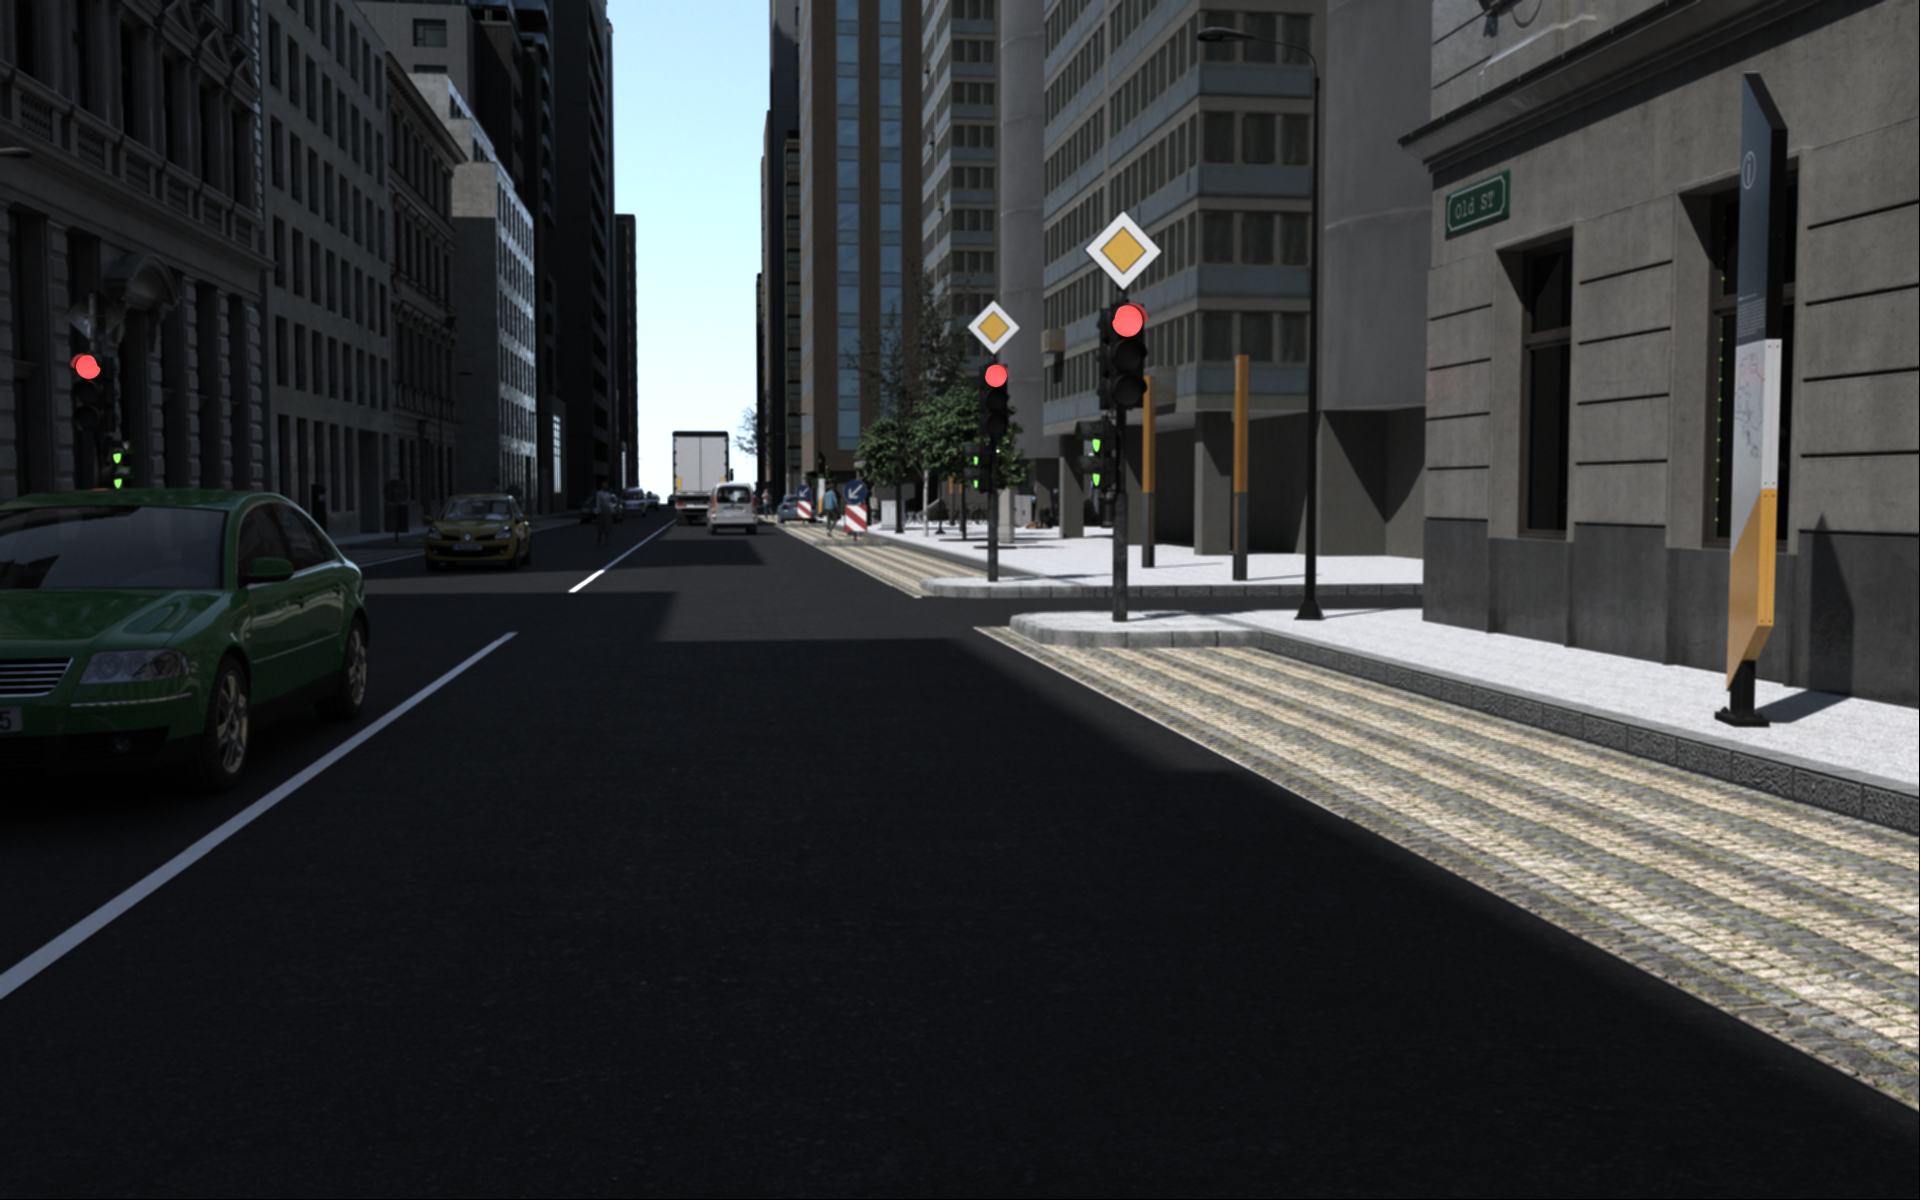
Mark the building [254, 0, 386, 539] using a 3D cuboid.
[{"bbox_3d":[-23.401,-11.943,50.012,10.420,20.320,16.860,0,4,-8],"label":"building"}]

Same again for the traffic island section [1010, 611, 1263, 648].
[{"bbox_3d":[1.631,0.297,17.430,2.009,0.180,2.903,0,4,-8],"label":"traffic island section"}]

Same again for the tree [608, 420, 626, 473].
[{"bbox_3d":[-35.420,-13.594,172.620,4.360,8.622,3.978,0,3,0],"label":"tree"}]

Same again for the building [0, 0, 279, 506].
[{"bbox_3d":[-20.209,-12.388,31.422,11.050,23.489,19.941,0,4,-8],"label":"building"}]

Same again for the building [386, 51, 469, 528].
[{"bbox_3d":[-25.925,-12.433,67.911,10.561,19.102,19.286,0,4,-8],"label":"building"}]

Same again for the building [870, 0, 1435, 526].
[{"bbox_3d":[10.966,-24.357,90.124,32.217,40.220,23.993,0,4,-8],"label":"building"}]

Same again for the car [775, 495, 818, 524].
[{"bbox_3d":[-7.710,-4.274,81.875,2.014,1.417,4.499,0,4,-8],"label":"car"}]

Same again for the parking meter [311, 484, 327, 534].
[{"bbox_3d":[-16.657,-2.239,45.023,0.372,1.533,0.369,0,3,0],"label":"parking meter"}]

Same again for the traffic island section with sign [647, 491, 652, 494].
[{"bbox_3d":[-41.264,-13.575,230.570,1.989,1.847,2.006,0,4,-8],"label":"traffic island section with sign"}]

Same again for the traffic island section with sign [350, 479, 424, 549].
[{"bbox_3d":[-14.871,-2.262,45.613,1.989,1.847,2.006,0,4,-8],"label":"traffic island section with sign"}]

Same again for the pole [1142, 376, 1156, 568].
[{"bbox_3d":[3.274,-2.213,30.022,0.158,3.312,0.155,0,3,0],"label":"pole"}]

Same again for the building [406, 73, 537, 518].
[{"bbox_3d":[-27.561,-14.209,87.065,10.420,20.320,16.860,0,4,-8],"label":"building"}]

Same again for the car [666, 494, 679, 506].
[{"bbox_3d":[-35.975,-12.753,218.295,2.009,1.686,4.222,-1,4,-9],"label":"car"}]

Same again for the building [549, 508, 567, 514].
[{"bbox_3d":[-39.597,-49.591,123.483,22.319,86.520,31.000,0,4,-8],"label":"building"}]

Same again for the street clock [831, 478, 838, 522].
[{"bbox_3d":[-5.818,-4.614,80.016,0.358,2.002,0.471,-1,4,-10],"label":"street clock"}]

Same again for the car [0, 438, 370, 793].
[{"bbox_3d":[-4.550,-0.049,9.603,1.959,1.807,4.718,0,4,-7],"label":"car"}]

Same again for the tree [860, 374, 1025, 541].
[{"bbox_3d":[0.190,-3.907,47.599,4.285,4.588,4.351,0,3,0],"label":"tree"}]

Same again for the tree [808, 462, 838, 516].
[{"bbox_3d":[-7.943,-6.615,102.763,1.663,3.219,1.824,0,3,0],"label":"tree"}]

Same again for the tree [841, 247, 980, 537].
[{"bbox_3d":[-1.161,-6.212,51.936,4.360,8.622,3.978,0,3,0],"label":"tree"}]

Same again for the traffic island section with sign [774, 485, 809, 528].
[{"bbox_3d":[-6.871,-4.038,74.646,1.989,1.847,2.006,0,4,-8],"label":"traffic island section with sign"}]

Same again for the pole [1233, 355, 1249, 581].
[{"bbox_3d":[4.143,-1.939,25.546,0.158,3.312,0.155,0,3,0],"label":"pole"}]

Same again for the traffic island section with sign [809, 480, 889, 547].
[{"bbox_3d":[-3.063,-2.406,47.960,1.989,1.847,2.006,0,4,-8],"label":"traffic island section with sign"}]

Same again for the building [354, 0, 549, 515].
[{"bbox_3d":[-32.582,-20.291,103.453,14.160,30.474,14.107,0,4,-8],"label":"building"}]

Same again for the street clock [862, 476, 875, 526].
[{"bbox_3d":[-3.680,-3.989,69.794,0.471,2.002,0.358,1,4,12],"label":"street clock"}]

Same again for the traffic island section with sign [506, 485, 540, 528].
[{"bbox_3d":[-18.775,-3.935,72.963,1.989,1.847,2.006,0,4,-8],"label":"traffic island section with sign"}]

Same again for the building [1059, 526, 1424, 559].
[{"bbox_3d":[15.315,-21.422,42.123,23.993,40.220,32.217,0,4,-8],"label":"building"}]

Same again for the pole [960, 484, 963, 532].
[{"bbox_3d":[0.084,-3.962,58.624,0.158,3.312,0.155,0,3,0],"label":"pole"}]

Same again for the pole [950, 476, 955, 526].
[{"bbox_3d":[-0.310,-4.633,69.595,0.158,3.312,0.155,0,3,0],"label":"pole"}]

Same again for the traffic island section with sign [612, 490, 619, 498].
[{"bbox_3d":[-29.680,-8.607,149.347,1.989,1.847,2.006,0,4,-8],"label":"traffic island section with sign"}]

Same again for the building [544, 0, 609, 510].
[{"bbox_3d":[-42.380,-32.258,151.126,21.300,48.544,21.600,0,4,-8],"label":"building"}]

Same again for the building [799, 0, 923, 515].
[{"bbox_3d":[-3.095,-28.279,112.476,14.600,45.320,14.200,0,4,-8],"label":"building"}]

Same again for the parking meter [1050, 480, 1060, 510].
[{"bbox_3d":[3.962,-4.063,72.147,0.399,1.863,0.255,0,4,0],"label":"parking meter"}]

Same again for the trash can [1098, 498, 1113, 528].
[{"bbox_3d":[5.552,-3.292,65.481,0.748,1.137,0.748,0,3,0],"label":"trash can"}]

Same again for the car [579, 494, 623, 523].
[{"bbox_3d":[-17.777,-4.536,85.963,2.131,1.459,4.920,0,4,-7],"label":"car"}]

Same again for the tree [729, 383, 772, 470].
[{"bbox_3d":[-19.342,-16.767,184.507,12.009,13.543,11.850,0,3,0],"label":"tree"}]

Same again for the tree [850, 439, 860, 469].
[{"bbox_3d":[-2.334,-4.822,62.559,4.285,4.588,4.351,0,3,0],"label":"tree"}]

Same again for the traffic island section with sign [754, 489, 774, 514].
[{"bbox_3d":[-13.959,-7.073,124.270,1.989,1.847,2.006,0,4,-8],"label":"traffic island section with sign"}]

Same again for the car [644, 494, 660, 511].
[{"bbox_3d":[-26.932,-8.422,149.502,2.131,1.459,4.920,0,4,-8],"label":"car"}]

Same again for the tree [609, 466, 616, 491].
[{"bbox_3d":[-34.654,-11.229,167.305,4.285,4.588,4.351,0,3,0],"label":"tree"}]

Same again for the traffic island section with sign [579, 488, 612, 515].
[{"bbox_3d":[-25.803,-6.945,122.179,1.989,1.847,2.006,0,4,-8],"label":"traffic island section with sign"}]

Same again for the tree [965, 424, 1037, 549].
[{"bbox_3d":[0.729,-2.814,40.618,1.663,3.219,1.824,0,3,0],"label":"tree"}]

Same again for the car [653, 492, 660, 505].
[{"bbox_3d":[-41.838,-13.862,236.228,1.945,1.707,3.694,-1,4,-8],"label":"car"}]

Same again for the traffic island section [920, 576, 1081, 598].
[{"bbox_3d":[0.503,-0.187,25.335,2.009,0.180,2.903,0,4,-8],"label":"traffic island section"}]

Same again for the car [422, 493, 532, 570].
[{"bbox_3d":[-9.384,-1.445,33.845,2.015,1.641,3.980,-1,4,-9],"label":"car"}]

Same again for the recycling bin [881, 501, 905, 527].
[{"bbox_3d":[-2.584,-3.324,66.895,0.722,1.027,0.722,1,4,21],"label":"recycling bin"}]
